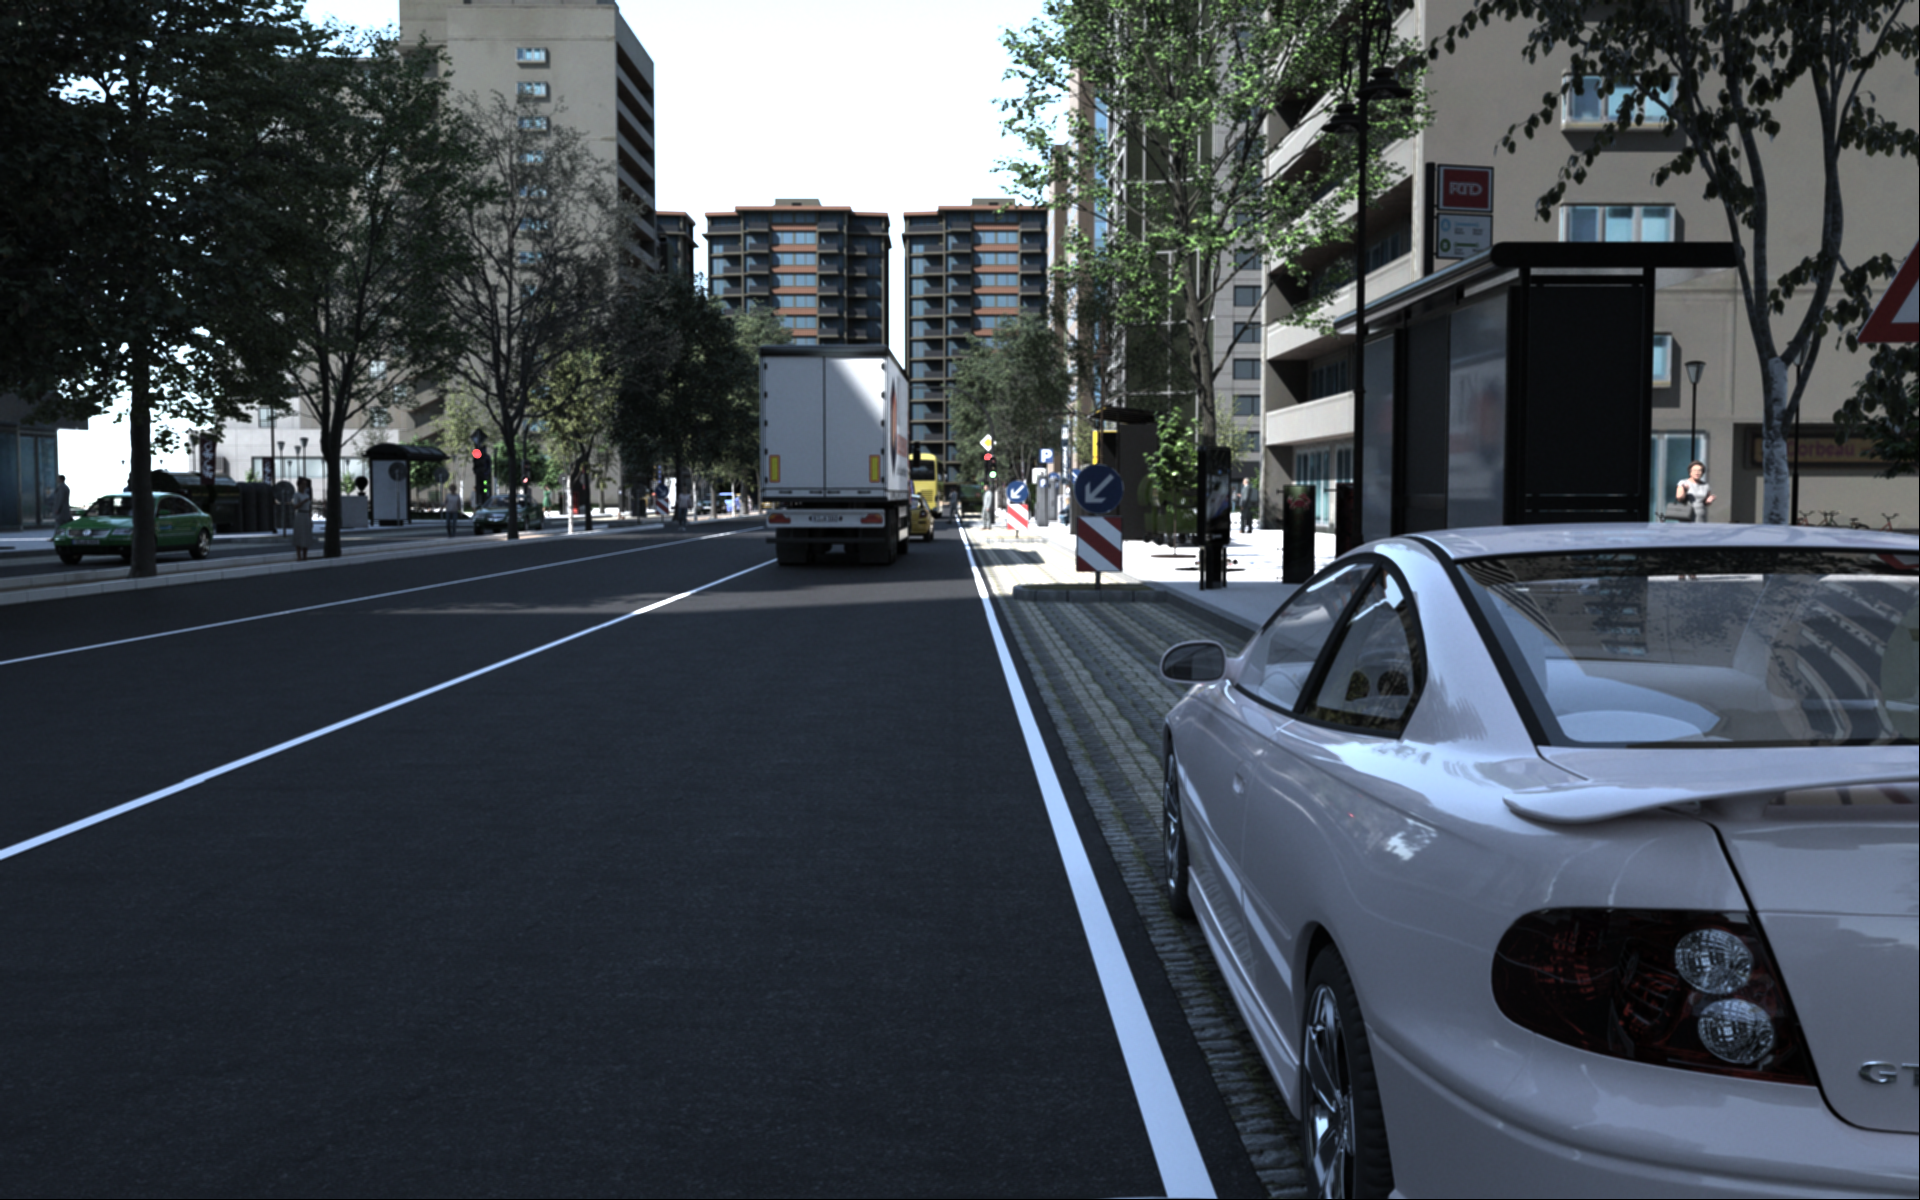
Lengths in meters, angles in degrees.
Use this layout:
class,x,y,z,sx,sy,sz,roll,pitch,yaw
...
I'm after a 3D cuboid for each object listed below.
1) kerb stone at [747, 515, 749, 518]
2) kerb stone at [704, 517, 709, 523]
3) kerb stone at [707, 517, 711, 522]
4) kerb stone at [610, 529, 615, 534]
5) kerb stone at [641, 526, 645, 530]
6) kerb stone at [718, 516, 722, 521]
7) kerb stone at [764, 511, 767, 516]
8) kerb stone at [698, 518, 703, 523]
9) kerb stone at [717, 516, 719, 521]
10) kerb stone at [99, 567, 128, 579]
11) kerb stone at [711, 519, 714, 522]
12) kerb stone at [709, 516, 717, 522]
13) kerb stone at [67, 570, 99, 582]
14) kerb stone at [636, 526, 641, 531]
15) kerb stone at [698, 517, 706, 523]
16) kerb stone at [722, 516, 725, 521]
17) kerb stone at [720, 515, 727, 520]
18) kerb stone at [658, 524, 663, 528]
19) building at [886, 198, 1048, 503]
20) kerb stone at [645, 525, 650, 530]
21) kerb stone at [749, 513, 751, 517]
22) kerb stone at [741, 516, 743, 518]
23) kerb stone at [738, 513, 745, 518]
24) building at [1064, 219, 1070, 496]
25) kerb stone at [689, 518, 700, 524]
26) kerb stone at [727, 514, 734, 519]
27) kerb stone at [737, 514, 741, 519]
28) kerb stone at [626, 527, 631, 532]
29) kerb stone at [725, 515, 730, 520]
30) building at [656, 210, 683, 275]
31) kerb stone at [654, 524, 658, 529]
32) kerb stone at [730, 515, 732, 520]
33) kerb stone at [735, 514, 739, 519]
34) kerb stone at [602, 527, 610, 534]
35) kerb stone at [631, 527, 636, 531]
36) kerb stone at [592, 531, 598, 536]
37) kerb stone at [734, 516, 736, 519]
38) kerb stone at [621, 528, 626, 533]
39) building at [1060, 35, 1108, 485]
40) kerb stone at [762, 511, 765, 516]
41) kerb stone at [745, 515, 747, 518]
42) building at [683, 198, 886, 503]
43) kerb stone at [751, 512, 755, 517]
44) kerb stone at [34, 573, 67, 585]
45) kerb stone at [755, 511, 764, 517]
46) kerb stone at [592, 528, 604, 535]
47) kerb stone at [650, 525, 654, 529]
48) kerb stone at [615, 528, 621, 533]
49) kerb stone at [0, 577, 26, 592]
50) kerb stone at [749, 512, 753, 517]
class,x,y,z,sx,sy,sz,roll,pitch,yaw
kerb stone,-12.928,-5.002,103.971,0.120,0.150,1.000,0,4,0
kerb stone,-12.819,-3.933,86.536,0.120,0.150,1.000,0,4,0
kerb stone,-12.827,-3.998,87.563,0.120,0.150,1.000,0,4,0
kerb stone,-12.667,-2.459,62.394,0.120,0.150,1.000,0,4,0
kerb stone,-12.707,-2.834,68.539,0.120,0.150,1.000,0,4,0
kerb stone,-12.858,-4.248,91.665,0.120,0.150,1.000,0,4,0
kerb stone,-13.026,-5.816,117.295,0.120,0.150,1.000,0,4,0
kerb stone,-12.807,-3.810,84.488,0.120,0.150,1.000,0,4,0
kerb stone,-12.846,-4.181,90.642,0.120,0.150,1.000,0,4,0
kerb stone,-14.553,-0.443,29.563,0.120,0.150,1.000,0,4,0
kerb stone,-12.826,-4.058,88.585,0.120,0.150,1.000,0,4,0
kerb stone,-12.839,-4.118,89.607,0.120,0.150,1.000,0,4,0
kerb stone,-14.541,-0.388,28.541,0.120,0.150,1.000,0,4,0
kerb stone,-12.702,-2.768,67.517,0.120,0.150,1.000,0,4,0
kerb stone,-12.818,-3.869,85.514,0.120,0.150,1.000,0,4,0
kerb stone,-12.856,-4.306,92.689,0.120,0.150,1.000,0,4,0
kerb stone,-12.872,-4.371,93.715,0.120,0.150,1.000,0,4,0
kerb stone,-12.724,-3.086,72.656,0.120,0.150,1.000,0,4,0
building,4.227,-36.928,258.396,28.867,44.769,22.147,0,4,0
kerb stone,-12.719,-2.897,69.568,0.120,0.150,1.000,0,4,0
kerb stone,-12.943,-5.065,105.007,0.120,0.150,1.000,0,4,0
kerb stone,-12.907,-4.808,100.891,0.120,0.150,1.000,0,4,0
kerb stone,-12.915,-4.876,101.913,0.120,0.150,1.000,0,4,0
building,17.810,-25.091,181.943,14.160,30.474,14.107,0,4,0
kerb stone,-12.793,-3.747,83.466,0.120,0.150,1.000,0,4,0
kerb stone,-12.881,-4.562,96.790,0.120,0.150,1.000,0,4,0
kerb stone,-12.910,-4.750,99.865,0.120,0.150,1.000,0,4,0
kerb stone,-12.687,-2.646,65.462,0.120,0.150,1.000,0,4,0
kerb stone,-12.867,-4.434,94.741,0.120,0.150,1.000,0,4,0
building,-54.090,-36.900,257.935,28.867,44.769,22.147,0,4,0
kerb stone,-12.723,-3.023,71.626,0.120,0.150,1.000,0,4,0
kerb stone,-12.889,-4.500,95.768,0.120,0.150,1.000,0,4,0
kerb stone,-12.896,-4.684,98.843,0.120,0.150,1.000,0,4,0
kerb stone,-12.660,-2.396,61.371,0.120,0.150,1.000,0,4,0
kerb stone,-12.693,-2.709,66.490,0.120,0.150,1.000,0,4,0
kerb stone,-12.641,-2.271,59.322,0.120,0.150,1.000,0,4,0
kerb stone,-12.894,-4.622,97.821,0.120,0.150,1.000,0,4,0
kerb stone,-12.679,-2.584,64.438,0.120,0.150,1.000,0,4,0
building,17.764,-31.636,167.362,14.600,45.320,14.200,0,4,0
kerb stone,-12.995,-5.566,113.203,0.120,0.150,1.000,0,4,0
kerb stone,-12.922,-4.938,102.941,0.120,0.150,1.000,0,4,0
building,-24.714,-36.948,258.725,28.867,44.769,22.147,0,4,0
kerb stone,-12.948,-5.190,107.052,0.120,0.150,1.000,0,4,0
kerb stone,-14.539,-0.324,27.513,0.120,0.150,1.000,0,4,0
kerb stone,-12.983,-5.504,112.181,0.120,0.150,1.000,0,4,0
kerb stone,-12.651,-2.334,60.349,0.120,0.150,1.000,0,4,0
kerb stone,-12.720,-2.960,70.595,0.120,0.150,1.000,0,4,0
kerb stone,-12.666,-2.521,63.416,0.120,0.150,1.000,0,4,0
kerb stone,-14.533,-0.260,26.491,0.120,0.150,1.000,0,4,0
kerb stone,-12.952,-5.128,106.030,0.120,0.150,1.000,0,4,0
